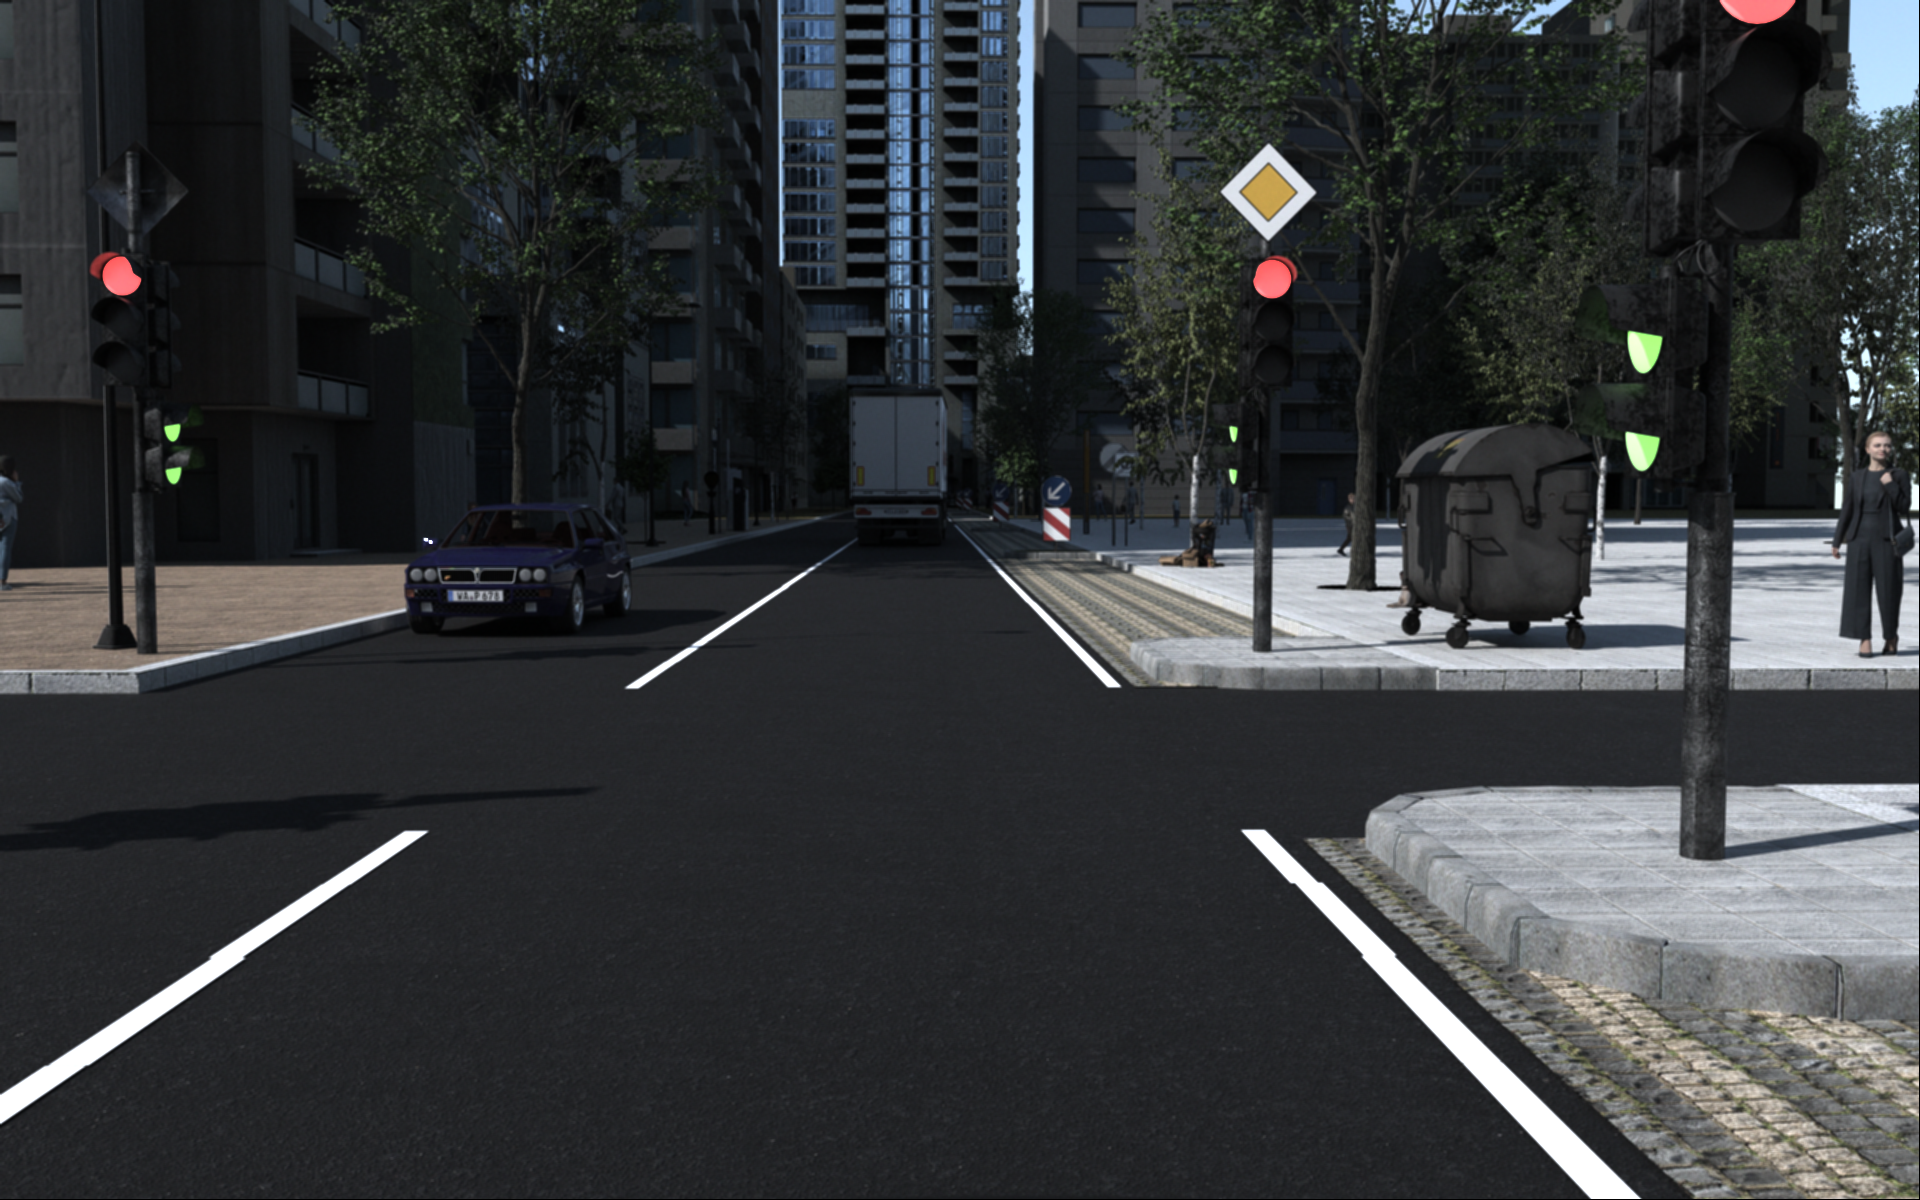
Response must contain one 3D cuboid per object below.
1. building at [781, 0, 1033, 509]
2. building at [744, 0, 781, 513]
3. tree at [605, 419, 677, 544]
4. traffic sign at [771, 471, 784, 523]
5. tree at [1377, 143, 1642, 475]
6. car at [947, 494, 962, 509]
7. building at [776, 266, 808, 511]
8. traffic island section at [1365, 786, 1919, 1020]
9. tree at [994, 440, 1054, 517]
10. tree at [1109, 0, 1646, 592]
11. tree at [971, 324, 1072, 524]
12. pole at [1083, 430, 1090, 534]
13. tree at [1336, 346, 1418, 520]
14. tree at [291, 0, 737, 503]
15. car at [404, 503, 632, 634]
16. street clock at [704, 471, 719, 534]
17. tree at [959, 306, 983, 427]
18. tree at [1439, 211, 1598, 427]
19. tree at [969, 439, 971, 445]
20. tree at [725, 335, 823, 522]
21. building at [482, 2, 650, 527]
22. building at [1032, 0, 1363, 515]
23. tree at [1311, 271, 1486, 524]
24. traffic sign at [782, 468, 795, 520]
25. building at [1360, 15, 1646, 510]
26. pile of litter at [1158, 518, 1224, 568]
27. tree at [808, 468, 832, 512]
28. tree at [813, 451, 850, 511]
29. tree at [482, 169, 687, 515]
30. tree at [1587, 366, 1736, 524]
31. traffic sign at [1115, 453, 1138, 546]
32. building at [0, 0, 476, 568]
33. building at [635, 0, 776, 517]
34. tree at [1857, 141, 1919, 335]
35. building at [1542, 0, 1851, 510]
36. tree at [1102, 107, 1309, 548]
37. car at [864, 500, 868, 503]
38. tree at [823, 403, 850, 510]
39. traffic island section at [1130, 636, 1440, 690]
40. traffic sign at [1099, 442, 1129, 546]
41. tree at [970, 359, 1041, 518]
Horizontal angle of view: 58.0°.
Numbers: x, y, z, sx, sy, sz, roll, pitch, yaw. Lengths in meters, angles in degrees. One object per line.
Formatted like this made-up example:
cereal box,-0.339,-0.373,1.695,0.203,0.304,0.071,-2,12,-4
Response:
building,-6.844,-53.311,184.308,31.000,86.520,22.319,0,4,-1
building,-20.610,-29.086,125.662,14.600,45.320,14.200,0,4,-1
tree,-8.056,-3.074,44.855,1.663,3.219,1.824,0,3,0
traffic sign,-8.139,-4.591,77.197,0.606,2.300,0.079,0,4,2
tree,18.990,-8.556,56.904,9.611,12.733,9.660,0,3,0
car,-0.691,-9.135,159.146,2.009,1.686,4.222,0,4,1
building,-28.473,-18.528,147.975,28.899,21.520,27.650,0,4,-1
traffic island section,2.648,0.988,6.130,2.009,0.180,2.903,0,4,-1
tree,3.730,-7.056,99.078,4.285,4.588,4.351,0,3,0
tree,5.501,-5.934,22.784,9.928,11.665,9.643,0,3,0
tree,3.342,-7.569,74.121,4.360,8.622,3.978,0,3,0
pole,4.037,-3.755,55.237,0.158,3.312,0.155,0,3,0
tree,20.643,-8.184,84.166,4.360,8.622,3.978,0,3,0
tree,-7.317,-6.315,29.008,9.928,11.665,9.643,0,3,0
car,-4.768,-0.394,19.025,1.945,1.354,3.894,0,4,1
street clock,-7.902,-3.092,55.125,0.471,2.002,0.358,0,4,-6
tree,3.844,-9.582,82.419,9.928,11.665,9.643,0,3,0
tree,14.603,-5.742,44.252,4.737,8.622,4.395,0,3,0
tree,2.993,-11.338,135.742,4.360,8.622,3.978,0,3,0
tree,-8.668,-7.905,79.605,4.360,8.622,3.978,0,3,0
building,-23.485,-45.938,63.754,22.319,86.520,31.000,0,4,-1
building,15.410,-35.125,116.297,21.231,58.520,28.212,0,4,-1
tree,18.724,-8.519,73.700,8.767,10.594,7.601,2,4,31
traffic sign,-8.541,-5.229,85.601,0.768,2.556,0.104,0,4,1
building,42.240,-27.801,146.428,23.993,40.220,32.217,0,4,-1
pile of litter,4.125,-1.038,30.929,1.176,0.858,1.719,0,4,7
tree,-10.008,-8.021,125.752,1.663,3.219,1.824,0,3,0
tree,-9.545,-9.059,131.822,4.285,4.588,4.351,0,3,0
tree,-8.300,-5.406,38.753,4.360,8.622,3.978,0,3,0
tree,28.962,-8.469,72.874,7.601,10.594,8.767,0,4,-6
traffic sign,4.103,-2.481,42.701,0.606,2.300,0.079,0,4,-1
building,-18.866,-21.477,34.739,14.154,41.232,14.086,0,4,-1
building,-23.760,-29.575,103.157,23.786,49.044,30.456,0,4,-1
tree,23.822,-7.562,34.011,12.009,13.543,11.850,0,3,0
building,64.919,-32.323,152.175,21.600,48.544,21.300,0,4,-1
tree,4.528,-5.071,33.273,4.737,8.622,4.395,0,3,0
car,-6.493,-7.660,134.040,1.959,1.807,4.718,0,4,1
tree,-10.129,-11.501,138.401,4.360,8.622,3.978,0,3,0
traffic island section,2.484,0.500,14.114,2.009,0.180,2.903,0,4,-1
traffic sign,3.808,-2.612,42.811,0.768,2.556,0.104,0,4,-1
tree,2.839,-8.763,93.645,4.737,8.622,4.395,0,3,0
